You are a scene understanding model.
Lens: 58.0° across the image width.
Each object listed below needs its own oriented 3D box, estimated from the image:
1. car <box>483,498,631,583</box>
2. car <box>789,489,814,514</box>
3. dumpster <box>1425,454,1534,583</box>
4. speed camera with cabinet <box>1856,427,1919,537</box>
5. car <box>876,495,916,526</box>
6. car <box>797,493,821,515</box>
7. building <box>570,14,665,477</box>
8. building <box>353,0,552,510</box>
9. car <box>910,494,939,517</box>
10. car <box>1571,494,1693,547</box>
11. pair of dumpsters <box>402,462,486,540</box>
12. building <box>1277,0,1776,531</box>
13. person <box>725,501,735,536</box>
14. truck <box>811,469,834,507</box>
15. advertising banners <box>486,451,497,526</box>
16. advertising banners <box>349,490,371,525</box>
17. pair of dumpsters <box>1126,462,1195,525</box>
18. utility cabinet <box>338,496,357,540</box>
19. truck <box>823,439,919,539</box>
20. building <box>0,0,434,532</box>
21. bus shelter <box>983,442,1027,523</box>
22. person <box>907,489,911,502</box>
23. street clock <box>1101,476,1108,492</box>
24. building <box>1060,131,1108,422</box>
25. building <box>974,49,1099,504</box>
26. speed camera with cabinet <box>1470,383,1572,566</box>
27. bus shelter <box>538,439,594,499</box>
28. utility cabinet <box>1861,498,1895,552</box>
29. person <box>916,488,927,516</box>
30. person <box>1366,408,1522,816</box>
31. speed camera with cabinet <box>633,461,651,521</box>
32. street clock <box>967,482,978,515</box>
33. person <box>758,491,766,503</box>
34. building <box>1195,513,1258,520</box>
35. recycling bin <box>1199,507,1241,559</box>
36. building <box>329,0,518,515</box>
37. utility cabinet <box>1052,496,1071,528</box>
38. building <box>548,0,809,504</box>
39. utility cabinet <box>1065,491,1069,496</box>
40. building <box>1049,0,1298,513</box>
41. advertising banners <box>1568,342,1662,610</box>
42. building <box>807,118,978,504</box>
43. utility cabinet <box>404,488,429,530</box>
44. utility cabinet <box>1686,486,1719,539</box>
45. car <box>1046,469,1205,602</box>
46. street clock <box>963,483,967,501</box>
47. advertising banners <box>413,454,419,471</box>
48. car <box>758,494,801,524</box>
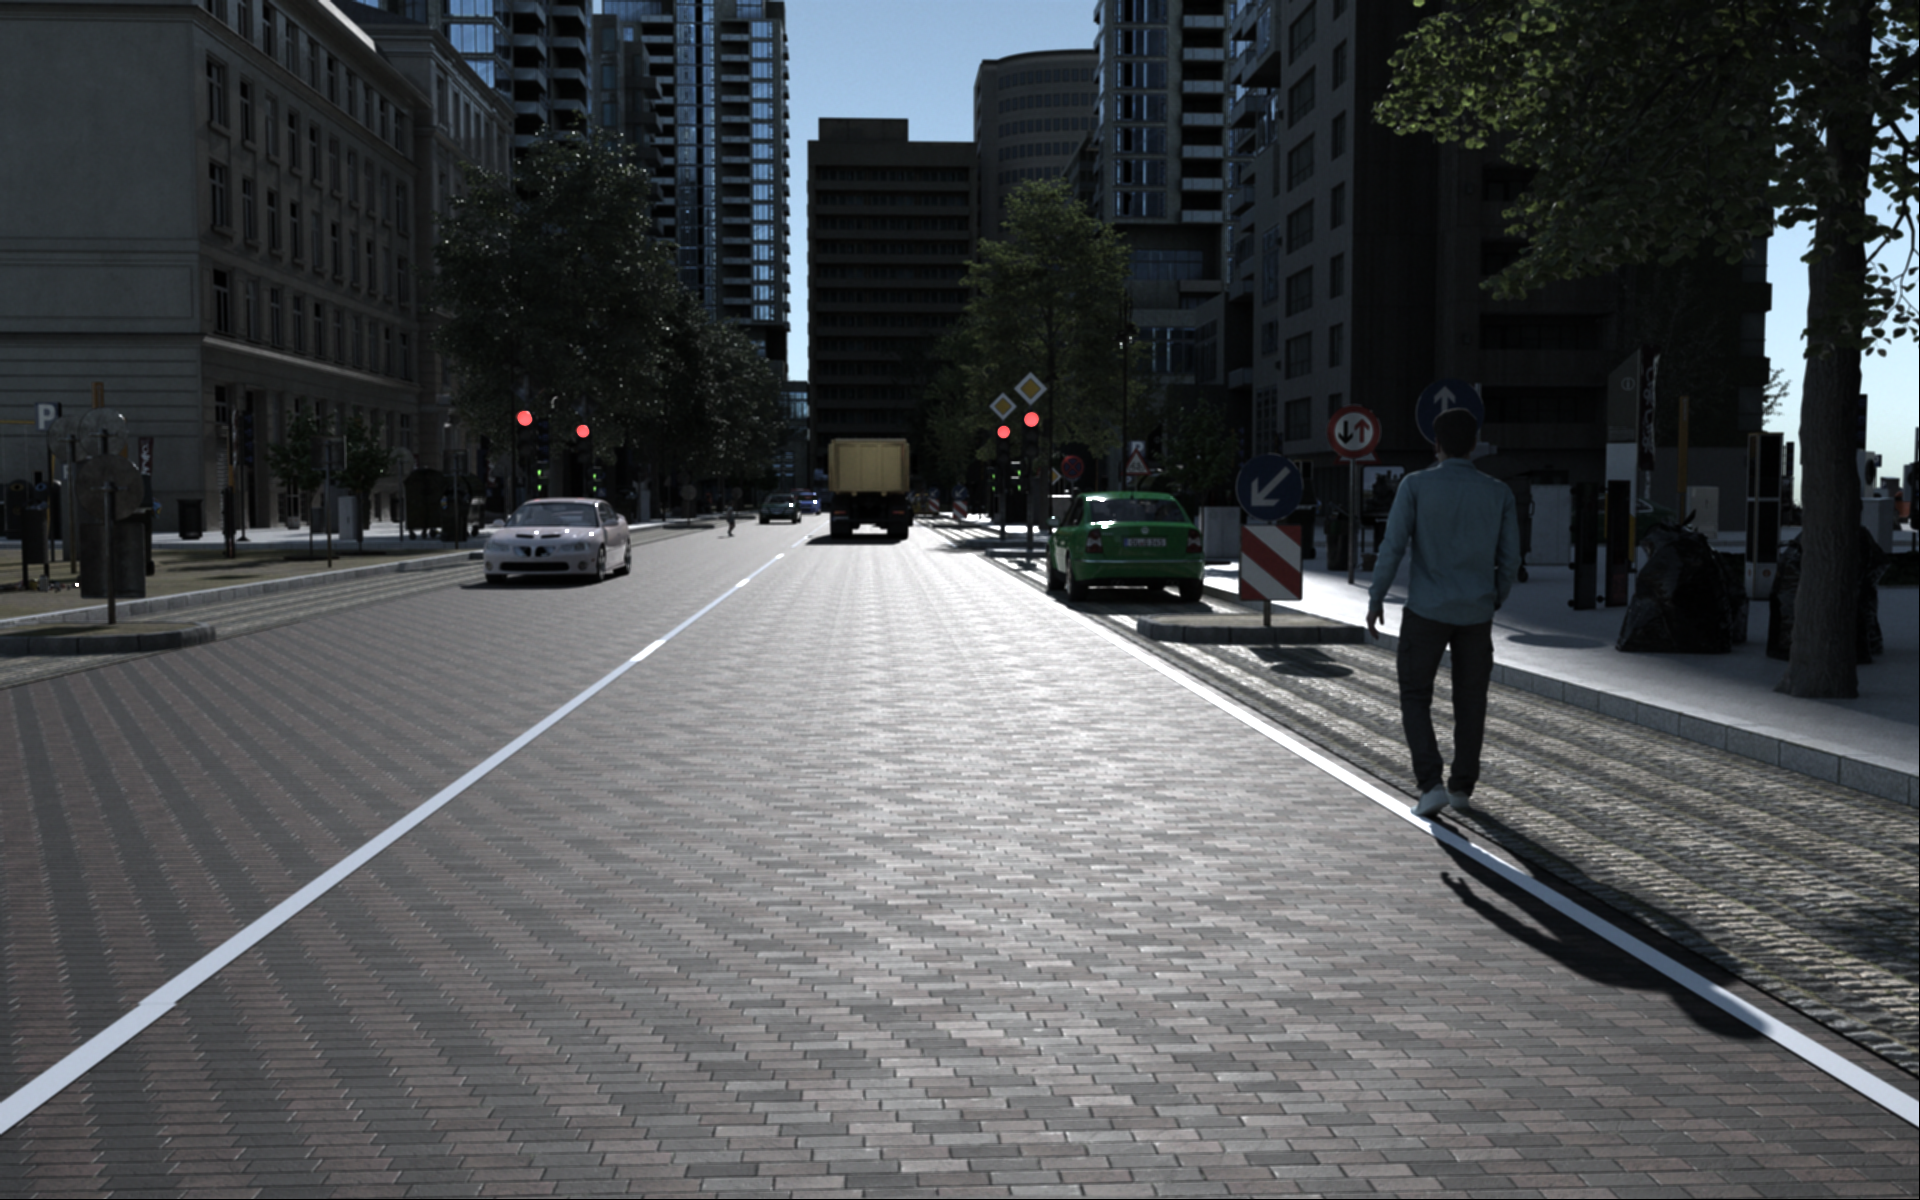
[{"bbox_3d":[-6.761,-1.045,29.443,2.083,1.381,4.827,0,4,-2],"label":"car"},{"bbox_3d":[-11.830,-7.315,128.268,2.281,1.827,5.304,0,4,-5],"label":"car"},{"bbox_3d":[7.660,-1.224,25.774,1.264,1.857,1.865,0,4,-3],"label":"dumpster"},{"bbox_3d":[27.642,-3.494,51.460,2.038,3.252,0.660,2,4,24],"label":"speed camera with cabinet"},{"bbox_3d":[-3.016,-4.243,79.167,2.009,1.686,4.222,0,4,-3],"label":"car"},{"bbox_3d":[-10.500,-6.710,119.297,1.945,1.707,3.694,0,4,-2],"label":"car"},{"bbox_3d":[-45.597,-33.892,173.744,30.456,49.044,23.786,0,4,-3],"label":"building"},{"bbox_3d":[-39.879,-50.301,135.098,22.319,86.520,31.000,0,4,-3],"label":"building"},{"bbox_3d":[-2.262,-5.987,108.107,2.015,1.641,3.980,0,4,-5],"label":"car"},{"bbox_3d":[16.325,-2.016,44.752,4.920,1.459,2.131,0,4,-4],"label":"car"},{"bbox_3d":[-14.972,-2.921,50.254,1.574,2.255,4.437,0,4,-3],"label":"pair of dumpsters"},{"bbox_3d":[20.473,-17.956,65.290,14.107,30.474,14.160,0,4,-3],"label":"building"},{"bbox_3d":[-7.839,-2.765,58.728,0.382,1.210,0.505,-2,4,-33],"label":"person"},{"bbox_3d":[-14.709,-12.189,189.045,2.967,4.110,18.799,0,4,-5],"label":"truck"},{"bbox_3d":[-19.632,-4.521,70.111,2.074,3.025,0.090,1,4,12],"label":"advertising banners"},{"bbox_3d":[-24.625,-4.498,69.737,0.090,3.025,2.074,2,4,33],"label":"advertising banners"},{"bbox_3d":[6.108,-3.046,52.290,1.574,2.255,4.437,0,4,-3],"label":"pair of dumpsters"},{"bbox_3d":[-17.255,-2.315,49.008,0.306,1.237,1.020,-3,5,-42],"label":"utility cabinet"},{"bbox_3d":[-3.077,-3.877,59.318,3.469,3.379,9.791,0,4,-3],"label":"truck"},{"bbox_3d":[-33.528,-14.583,71.722,16.112,22.955,30.059,0,4,-3],"label":"building"},{"bbox_3d":[2.120,-5.349,78.740,1.731,3.624,6.357,0,4,-3],"label":"bus shelter"},{"bbox_3d":[-3.525,-6.946,122.412,0.624,1.780,0.694,0,4,1],"label":"person"},{"bbox_3d":[5.905,-4.054,70.855,0.358,2.002,0.471,0,4,-2],"label":"street clock"},{"bbox_3d":[23.716,-29.677,177.108,32.217,40.220,23.993,0,4,-3],"label":"building"},{"bbox_3d":[16.417,-41.958,228.018,28.212,58.520,21.231,0,4,-3],"label":"building"},{"bbox_3d":[9.929,-2.255,31.212,2.038,3.252,0.660,0,4,-1],"label":"speed camera with cabinet"},{"bbox_3d":[-16.906,-5.136,75.258,1.731,3.624,6.357,0,4,-3],"label":"bus shelter"},{"bbox_3d":[15.126,-1.090,28.982,0.306,1.237,1.020,-1,4,-11],"label":"utility cabinet"},{"bbox_3d":[-2.281,-5.823,103.802,0.778,1.811,0.616,0,4,7],"label":"person"},{"bbox_3d":[2.191,0.044,7.795,0.660,1.820,0.620,0,4,-3],"label":"person"},{"bbox_3d":[-15.595,-5.396,82.554,2.038,3.252,0.660,3,5,45],"label":"speed camera with cabinet"},{"bbox_3d":[0.861,-6.326,108.002,0.471,2.002,0.358,-3,4,-36],"label":"street clock"},{"bbox_3d":[-22.945,-11.839,202.154,1.350,1.814,0.705,1,4,11],"label":"person"},{"bbox_3d":[23.569,-47.836,94.793,22.319,86.520,31.000,0,4,-3],"label":"building"},{"bbox_3d":[5.186,-1.351,34.636,0.722,1.027,0.722,0,4,-2],"label":"recycling bin"},{"bbox_3d":[-33.238,-19.005,96.639,13.634,28.700,20.117,0,4,-3],"label":"building"},{"bbox_3d":[3.841,-3.380,66.419,1.020,1.237,0.306,0,4,5],"label":"utility cabinet"},{"bbox_3d":[-35.250,-55.797,224.946,31.000,86.520,22.319,0,4,-3],"label":"building"},{"bbox_3d":[6.499,-6.386,113.085,1.173,1.500,0.318,1,4,11],"label":"utility cabinet"},{"bbox_3d":[19.865,-51.067,147.622,22.319,86.520,31.000,0,4,-3],"label":"building"},{"bbox_3d":[7.474,-1.436,19.672,2.074,3.025,0.090,-3,5,-43],"label":"advertising banners"},{"bbox_3d":[-8.951,-36.889,226.828,21.600,48.544,21.300,0,4,-3],"label":"building"},{"bbox_3d":[-19.139,-3.202,61.029,0.318,1.500,1.173,1,4,11],"label":"utility cabinet"},{"bbox_3d":[20.740,-2.436,48.504,1.173,1.500,0.318,-2,4,-31],"label":"utility cabinet"},{"bbox_3d":[2.249,-0.952,24.362,1.959,1.807,4.718,0,4,-3],"label":"car"},{"bbox_3d":[0.422,-6.443,109.920,0.471,2.002,0.358,-1,4,-12],"label":"street clock"},{"bbox_3d":[-23.403,-4.886,76.081,0.090,3.025,2.074,1,4,23],"label":"advertising banners"},{"bbox_3d":[-8.791,-4.465,84.803,2.131,1.459,4.920,0,4,-2],"label":"car"}]
